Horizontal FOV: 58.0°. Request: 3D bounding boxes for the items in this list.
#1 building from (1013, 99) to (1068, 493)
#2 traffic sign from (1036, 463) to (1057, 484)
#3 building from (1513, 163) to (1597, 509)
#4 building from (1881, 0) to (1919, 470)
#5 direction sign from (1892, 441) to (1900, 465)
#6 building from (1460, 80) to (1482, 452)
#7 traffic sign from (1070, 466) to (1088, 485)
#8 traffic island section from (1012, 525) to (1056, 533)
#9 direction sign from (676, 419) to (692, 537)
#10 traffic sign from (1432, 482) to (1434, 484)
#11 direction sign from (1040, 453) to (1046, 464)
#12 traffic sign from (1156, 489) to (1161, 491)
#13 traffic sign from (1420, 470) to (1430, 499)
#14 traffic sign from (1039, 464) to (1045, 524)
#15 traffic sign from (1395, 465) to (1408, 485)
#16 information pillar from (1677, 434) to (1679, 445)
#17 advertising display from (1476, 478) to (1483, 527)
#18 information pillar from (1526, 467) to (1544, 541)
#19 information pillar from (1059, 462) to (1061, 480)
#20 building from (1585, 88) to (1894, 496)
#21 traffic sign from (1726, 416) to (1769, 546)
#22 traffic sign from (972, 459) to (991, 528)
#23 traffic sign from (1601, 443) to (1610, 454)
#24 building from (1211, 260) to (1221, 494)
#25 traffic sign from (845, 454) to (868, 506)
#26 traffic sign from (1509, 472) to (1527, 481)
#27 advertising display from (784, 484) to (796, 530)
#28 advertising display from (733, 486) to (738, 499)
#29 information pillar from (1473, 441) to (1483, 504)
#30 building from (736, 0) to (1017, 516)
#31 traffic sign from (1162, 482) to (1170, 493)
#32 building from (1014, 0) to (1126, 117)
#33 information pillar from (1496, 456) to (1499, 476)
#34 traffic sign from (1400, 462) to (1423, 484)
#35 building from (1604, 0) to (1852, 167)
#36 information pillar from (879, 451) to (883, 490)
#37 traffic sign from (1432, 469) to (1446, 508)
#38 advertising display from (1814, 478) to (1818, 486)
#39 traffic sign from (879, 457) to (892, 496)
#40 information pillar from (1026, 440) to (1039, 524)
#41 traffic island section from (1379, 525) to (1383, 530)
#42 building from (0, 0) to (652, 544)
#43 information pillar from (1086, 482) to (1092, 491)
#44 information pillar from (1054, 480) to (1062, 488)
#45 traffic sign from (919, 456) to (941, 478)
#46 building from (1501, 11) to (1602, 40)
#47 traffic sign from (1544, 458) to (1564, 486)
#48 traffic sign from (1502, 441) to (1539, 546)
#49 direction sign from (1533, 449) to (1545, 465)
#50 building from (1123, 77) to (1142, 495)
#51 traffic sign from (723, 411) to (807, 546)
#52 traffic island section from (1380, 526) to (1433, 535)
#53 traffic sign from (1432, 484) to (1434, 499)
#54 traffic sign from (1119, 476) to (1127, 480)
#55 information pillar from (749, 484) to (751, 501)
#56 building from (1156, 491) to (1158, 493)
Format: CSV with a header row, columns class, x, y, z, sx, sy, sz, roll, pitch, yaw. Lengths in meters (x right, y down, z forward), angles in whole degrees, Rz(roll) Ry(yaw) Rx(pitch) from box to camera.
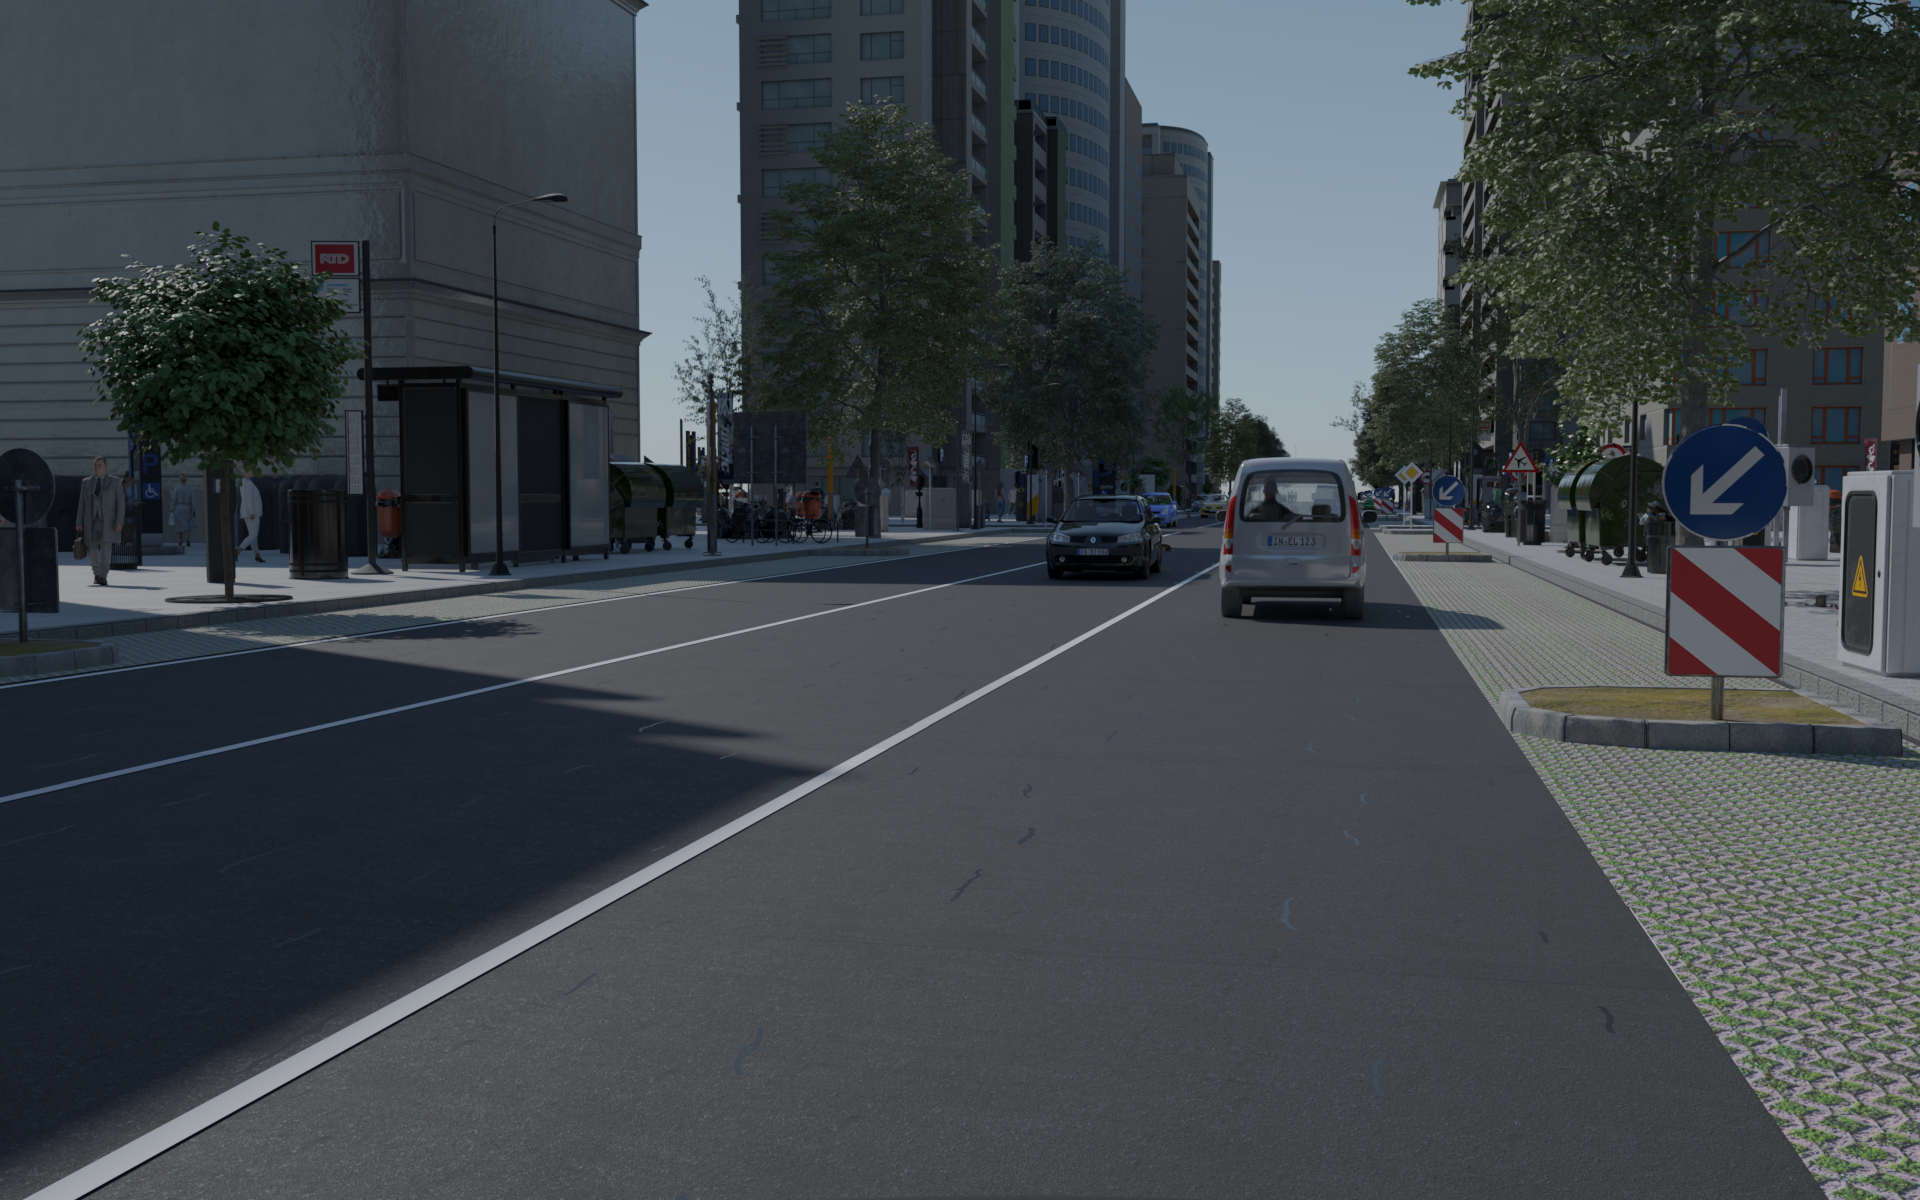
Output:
class,x,y,z,sx,sy,sz,roll,pitch,yaw
building,-0.078,-21.811,128.317,14.160,30.474,14.107,1,4,13
traffic sign,3.222,-3.838,64.949,0.795,2.593,0.064,1,4,13
building,56.798,-23.443,155.001,14.160,30.474,14.107,1,4,13
building,29.865,-23.648,36.760,14.600,45.320,14.200,1,4,13
direction sign,25.610,-3.346,46.708,0.876,3.537,0.379,2,4,32
building,67.431,-34.792,192.552,21.300,48.544,21.600,1,4,13
traffic sign,4.964,-4.315,72.742,0.795,2.593,0.064,1,4,13
traffic island section,3.197,-2.614,65.021,2.009,0.180,2.903,1,4,13
direction sign,-8.413,-3.693,52.378,0.379,3.537,0.876,0,4,-5
traffic sign,26.269,-5.824,95.224,0.884,2.594,0.081,1,4,17
direction sign,4.150,-6.327,95.442,0.876,3.537,0.379,0,4,-2
traffic sign,14.373,-8.534,133.408,2.265,3.308,0.079,1,4,22
traffic sign,24.987,-5.665,92.723,0.768,2.556,0.104,1,4,21
traffic sign,3.573,-4.540,74.331,0.768,2.556,0.104,1,4,19
traffic sign,17.935,-4.137,69.832,0.795,2.593,0.064,1,4,13
information pillar,28.045,-4.658,67.512,0.504,3.616,0.183,-3,5,-44
advertising display,20.565,-3.874,68.560,0.123,1.923,0.974,2,4,23
information pillar,15.189,-2.524,45.756,0.304,2.012,0.304,-1,4,-20
information pillar,5.383,-6.229,93.202,0.183,3.616,0.504,1,4,12
building,47.697,-14.665,84.806,28.899,21.520,27.650,1,4,13
traffic sign,12.768,-1.725,28.306,0.768,2.556,0.104,1,4,15
traffic sign,0.719,-3.945,64.505,0.884,2.594,0.081,1,4,15
traffic sign,16.325,-2.651,43.443,0.768,2.556,0.104,1,4,17
building,36.921,-37.456,295.997,14.154,41.232,14.086,1,4,13
traffic sign,-3.333,-3.451,56.430,0.884,2.594,0.081,1,4,15
traffic sign,22.432,-4.246,69.530,0.768,2.556,0.104,1,4,21
advertising display,-5.899,-3.361,60.169,0.123,1.923,0.974,-1,4,-22
advertising display,-18.888,-8.613,146.029,0.974,1.923,0.123,1,4,15
information pillar,21.815,-5.004,73.175,0.504,3.616,0.183,0,4,3
building,-4.717,-25.861,106.424,14.154,41.232,14.086,1,4,13
traffic sign,16.979,-8.608,142.868,0.606,2.300,0.079,1,4,15
building,3.373,-38.047,164.072,21.231,58.520,28.212,1,4,13
information pillar,33.263,-7.088,107.238,0.183,3.616,0.504,2,4,28
traffic sign,16.192,-3.660,62.038,0.795,2.593,0.064,1,4,13
building,50.577,-26.508,117.004,14.154,41.232,14.086,1,4,13
information pillar,-3.981,-5.792,86.054,0.183,3.616,0.504,-2,4,-25
traffic sign,24.318,-5.383,88.119,0.768,2.556,0.104,1,4,17
advertising display,34.459,-4.003,70.659,0.974,1.923,0.123,0,4,-1
traffic sign,-2.724,-3.641,59.637,0.768,2.556,0.104,1,4,20
information pillar,3.105,-5.056,74.021,0.504,3.616,0.183,1,4,15
traffic island section,17.959,-2.913,69.909,2.009,0.180,2.903,1,4,13
building,-26.106,-13.460,53.362,30.059,22.955,16.112,1,4,13
information pillar,8.040,-6.324,107.889,0.304,2.012,0.304,0,4,-1
information pillar,5.100,-5.251,90.352,0.304,2.012,0.304,-3,5,-42
traffic sign,-1.047,-3.679,59.878,0.795,2.593,0.064,1,4,18
building,63.459,-33.488,171.224,21.300,48.544,21.600,1,4,13
traffic sign,20.286,-3.614,59.188,0.768,2.556,0.104,1,4,19
traffic sign,13.825,-2.617,42.785,0.884,2.594,0.081,1,4,13
direction sign,28.958,-5.791,86.672,0.876,3.537,0.379,-2,4,-34
building,11.547,-32.681,184.438,14.600,45.320,14.200,1,4,13
traffic sign,-4.845,-2.995,42.837,2.265,3.308,0.079,1,4,17
traffic island section,16.217,-2.436,62.116,2.009,0.180,2.903,1,4,13
traffic sign,28.907,-6.452,105.591,0.768,2.556,0.104,1,4,15
traffic sign,11.177,-7.256,118.734,0.768,2.556,0.104,1,4,21
information pillar,-11.606,-6.399,95.983,0.183,3.616,0.504,-1,4,-12
building,7.021,-31.391,205.131,32.217,40.220,23.993,1,4,13
